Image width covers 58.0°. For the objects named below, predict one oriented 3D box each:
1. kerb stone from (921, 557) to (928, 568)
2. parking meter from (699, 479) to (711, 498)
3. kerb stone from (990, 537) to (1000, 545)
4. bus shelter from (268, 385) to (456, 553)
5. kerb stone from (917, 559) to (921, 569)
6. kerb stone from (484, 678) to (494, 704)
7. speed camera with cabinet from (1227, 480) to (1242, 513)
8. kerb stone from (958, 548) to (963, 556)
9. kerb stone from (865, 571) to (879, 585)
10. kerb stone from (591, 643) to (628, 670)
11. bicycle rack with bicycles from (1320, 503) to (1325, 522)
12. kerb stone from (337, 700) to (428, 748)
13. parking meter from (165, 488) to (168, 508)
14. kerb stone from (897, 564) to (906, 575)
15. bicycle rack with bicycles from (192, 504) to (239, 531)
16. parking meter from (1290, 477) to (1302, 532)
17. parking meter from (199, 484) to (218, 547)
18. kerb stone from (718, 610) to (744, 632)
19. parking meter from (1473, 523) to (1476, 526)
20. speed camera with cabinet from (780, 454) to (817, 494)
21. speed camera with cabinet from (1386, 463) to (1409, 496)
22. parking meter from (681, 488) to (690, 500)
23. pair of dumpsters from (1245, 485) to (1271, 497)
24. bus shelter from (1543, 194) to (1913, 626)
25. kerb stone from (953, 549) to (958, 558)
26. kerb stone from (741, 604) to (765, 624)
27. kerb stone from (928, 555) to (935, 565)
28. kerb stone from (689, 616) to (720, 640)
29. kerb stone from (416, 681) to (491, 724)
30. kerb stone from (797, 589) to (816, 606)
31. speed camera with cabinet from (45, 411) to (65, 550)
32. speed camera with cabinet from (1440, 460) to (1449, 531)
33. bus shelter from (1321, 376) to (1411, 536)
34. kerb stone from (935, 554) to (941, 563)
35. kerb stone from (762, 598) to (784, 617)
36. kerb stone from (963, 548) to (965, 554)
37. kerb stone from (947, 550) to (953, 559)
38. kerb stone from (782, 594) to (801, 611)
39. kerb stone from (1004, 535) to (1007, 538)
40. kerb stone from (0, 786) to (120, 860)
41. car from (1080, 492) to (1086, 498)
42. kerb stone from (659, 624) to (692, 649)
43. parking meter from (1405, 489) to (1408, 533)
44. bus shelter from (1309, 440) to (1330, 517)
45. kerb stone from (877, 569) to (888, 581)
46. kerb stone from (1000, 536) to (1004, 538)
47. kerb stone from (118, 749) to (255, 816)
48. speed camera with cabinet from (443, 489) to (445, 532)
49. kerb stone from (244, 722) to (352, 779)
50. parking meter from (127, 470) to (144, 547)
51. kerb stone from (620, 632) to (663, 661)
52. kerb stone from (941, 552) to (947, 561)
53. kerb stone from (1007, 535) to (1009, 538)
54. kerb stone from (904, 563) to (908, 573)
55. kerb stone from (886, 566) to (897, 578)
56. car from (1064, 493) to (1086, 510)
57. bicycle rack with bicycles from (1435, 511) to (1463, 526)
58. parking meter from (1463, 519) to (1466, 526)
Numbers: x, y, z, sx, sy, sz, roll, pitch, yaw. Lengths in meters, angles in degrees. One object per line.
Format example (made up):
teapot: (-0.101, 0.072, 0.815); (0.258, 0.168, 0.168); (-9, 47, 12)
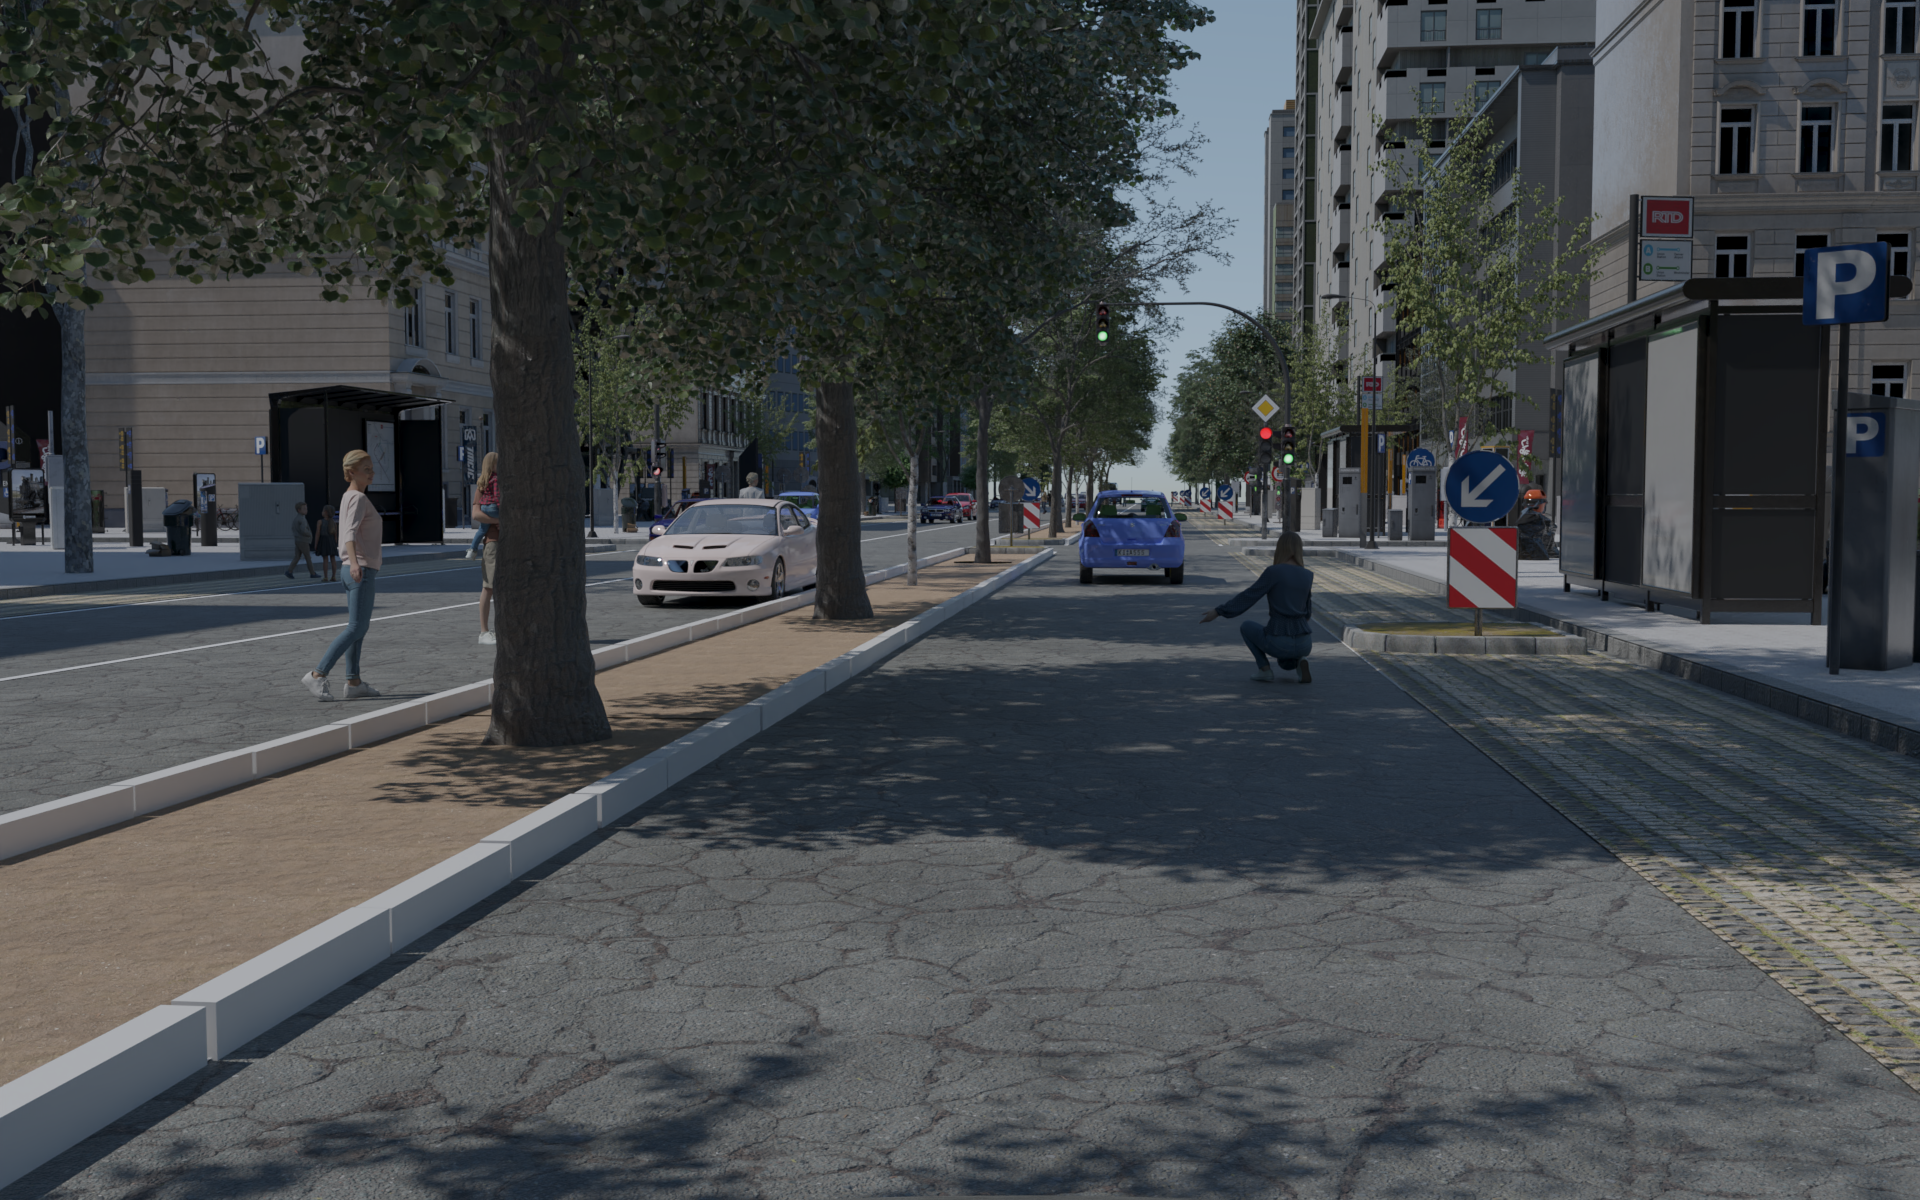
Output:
kerb stone: (-0.790, -0.699, 33.627); (0.120, 0.150, 1.000); (0, 4, 6)
parking meter: (-9.975, -3.796, 67.768); (0.399, 1.863, 0.255); (-3, 4, -37)
kerb stone: (0.974, -1.670, 49.493); (0.120, 0.150, 1.000); (0, 4, 6)
bus shelter: (-13.803, -3.007, 40.447); (1.731, 3.624, 6.357); (0, 4, 7)
kerb stone: (-0.903, -0.635, 32.611); (0.120, 0.150, 1.000); (0, 4, 6)
kerb stone: (-3.180, 0.610, 12.218); (0.120, 0.150, 1.000); (0, 4, 6)
speed camera with cabinet: (18.522, -7.494, 116.866); (0.660, 3.252, 2.038); (1, 4, 21)
kerb stone: (-0.096, -1.074, 39.752); (0.120, 0.150, 1.000); (0, 4, 6)
kerb stone: (-1.471, -0.322, 27.498); (0.120, 0.150, 1.000); (0, 4, 6)
kerb stone: (-2.961, 0.490, 14.251); (0.120, 0.150, 1.000); (0, 4, 6)
bicycle rack with bicycles: (14.926, -3.371, 68.492); (2.852, 0.926, 2.925); (2, 4, 30)
kerb stone: (-3.405, 0.735, 10.173); (0.120, 0.150, 1.000); (0, 4, 6)
parking meter: (-38.910, -4.640, 84.283); (0.372, 1.533, 0.369); (0, 3, 0)
kerb stone: (-1.133, -0.510, 30.564); (0.120, 0.150, 1.000); (0, 4, 6)
bicycle rack with bicycles: (-25.882, -2.912, 60.999); (2.925, 0.926, 2.852); (-2, 4, -33)
parking meter: (11.318, -3.229, 58.510); (0.255, 1.863, 0.399); (-3, 4, -38)
parking meter: (-18.426, -2.083, 42.468); (0.372, 1.533, 0.369); (0, 3, 0)
kerb stone: (-2.490, 0.243, 18.328); (0.120, 0.150, 1.000); (0, 4, 6)
parking meter: (8.544, -1.210, 28.199); (0.372, 1.533, 0.369); (0, 3, 0)
speed camera with cabinet: (-7.968, -5.577, 85.516); (0.660, 3.252, 2.038); (3, 5, 41)
speed camera with cabinet: (26.473, -6.799, 105.495); (2.038, 3.252, 0.660); (1, 4, 12)
parking meter: (-11.861, -4.070, 74.957); (0.372, 1.533, 0.369); (0, 3, 0)
pair of dumpsters: (20.455, -7.109, 118.729); (1.574, 2.255, 4.437); (0, 4, 7)
bus shelter: (8.533, -2.652, 20.996); (2.179, 5.291, 8.768); (0, 4, 6)
kerb stone: (-0.213, -1.012, 38.736); (0.120, 0.150, 1.000); (0, 4, 6)
kerb stone: (-2.373, 0.177, 19.343); (0.120, 0.150, 1.000); (0, 4, 6)
kerb stone: (-0.670, -0.762, 34.652); (0.120, 0.150, 1.000); (0, 4, 6)
kerb stone: (-2.609, 0.299, 17.312); (0.120, 0.150, 1.000); (0, 4, 6)
kerb stone: (-3.295, 0.673, 11.200); (0.120, 0.150, 1.000); (0, 4, 6)
kerb stone: (-2.034, -0.012, 22.391); (0.120, 0.150, 1.000); (0, 4, 6)
speed camera with cabinet: (-21.137, -2.841, 40.786); (0.660, 3.252, 2.038); (-2, 4, -29)
speed camera with cabinet: (17.322, -3.948, 58.882); (0.660, 3.252, 2.038); (-2, 4, -35)
bus shelter: (13.031, -4.829, 56.589); (2.179, 5.291, 8.768); (0, 4, 6)
kerb stone: (-0.560, -0.824, 35.668); (0.120, 0.150, 1.000); (0, 4, 6)
kerb stone: (-2.264, 0.116, 20.360); (0.120, 0.150, 1.000); (0, 4, 6)
kerb stone: (0.012, -1.136, 40.769); (0.120, 0.150, 1.000); (0, 4, 6)
kerb stone: (-0.331, -0.943, 37.705); (0.120, 0.150, 1.000); (0, 4, 6)
kerb stone: (-2.150, 0.058, 21.376); (0.120, 0.150, 1.000); (0, 4, 6)
kerb stone: (1.209, -1.794, 51.531); (0.120, 0.150, 1.000); (0, 4, 6)
kerb stone: (-3.744, 0.922, 7.115); (0.120, 0.150, 1.000); (0, 4, 6)
car: (18.782, -15.335, 259.400); (2.281, 1.827, 5.304); (0, 4, 6)
kerb stone: (-2.734, 0.362, 16.291); (0.120, 0.150, 1.000); (0, 4, 6)
parking meter: (15.026, -3.010, 57.631); (0.372, 1.533, 0.369); (0, 3, 0)
bus shelter: (16.571, -5.243, 77.006); (1.731, 3.624, 6.357); (0, 4, 6)
kerb stone: (-1.367, -0.384, 28.515); (0.120, 0.150, 1.000); (0, 4, 6)
kerb stone: (1.094, -1.729, 50.514); (0.120, 0.150, 1.000); (0, 4, 6)
kerb stone: (-3.637, 0.860, 8.132); (0.120, 0.150, 1.000); (0, 4, 6)
speed camera with cabinet: (-17.883, -3.836, 57.052); (0.660, 3.252, 2.038); (2, 4, 24)
kerb stone: (-3.516, 0.801, 9.147); (0.120, 0.150, 1.000); (0, 4, 6)
parking meter: (-20.175, -2.242, 42.372); (0.255, 1.863, 0.399); (-3, 4, -38)
kerb stone: (-2.839, 0.423, 15.274); (0.120, 0.150, 1.000); (0, 4, 6)
kerb stone: (-0.442, -0.885, 36.688); (0.120, 0.150, 1.000); (0, 4, 6)
kerb stone: (1.323, -1.856, 52.546); (0.120, 0.150, 1.000); (0, 4, 6)
kerb stone: (-1.012, -0.574, 31.579); (0.120, 0.150, 1.000); (0, 4, 6)
kerb stone: (-1.243, -0.449, 29.530); (0.120, 0.150, 1.000); (0, 4, 6)
car: (10.295, -8.797, 152.871); (2.155, 1.783, 4.494); (0, 4, 4)
bicycle rack with bicycles: (19.404, -3.292, 67.206); (2.852, 0.926, 2.925); (0, 4, 2)
parking meter: (15.830, -2.949, 53.932); (0.255, 1.863, 0.399); (1, 4, 20)
